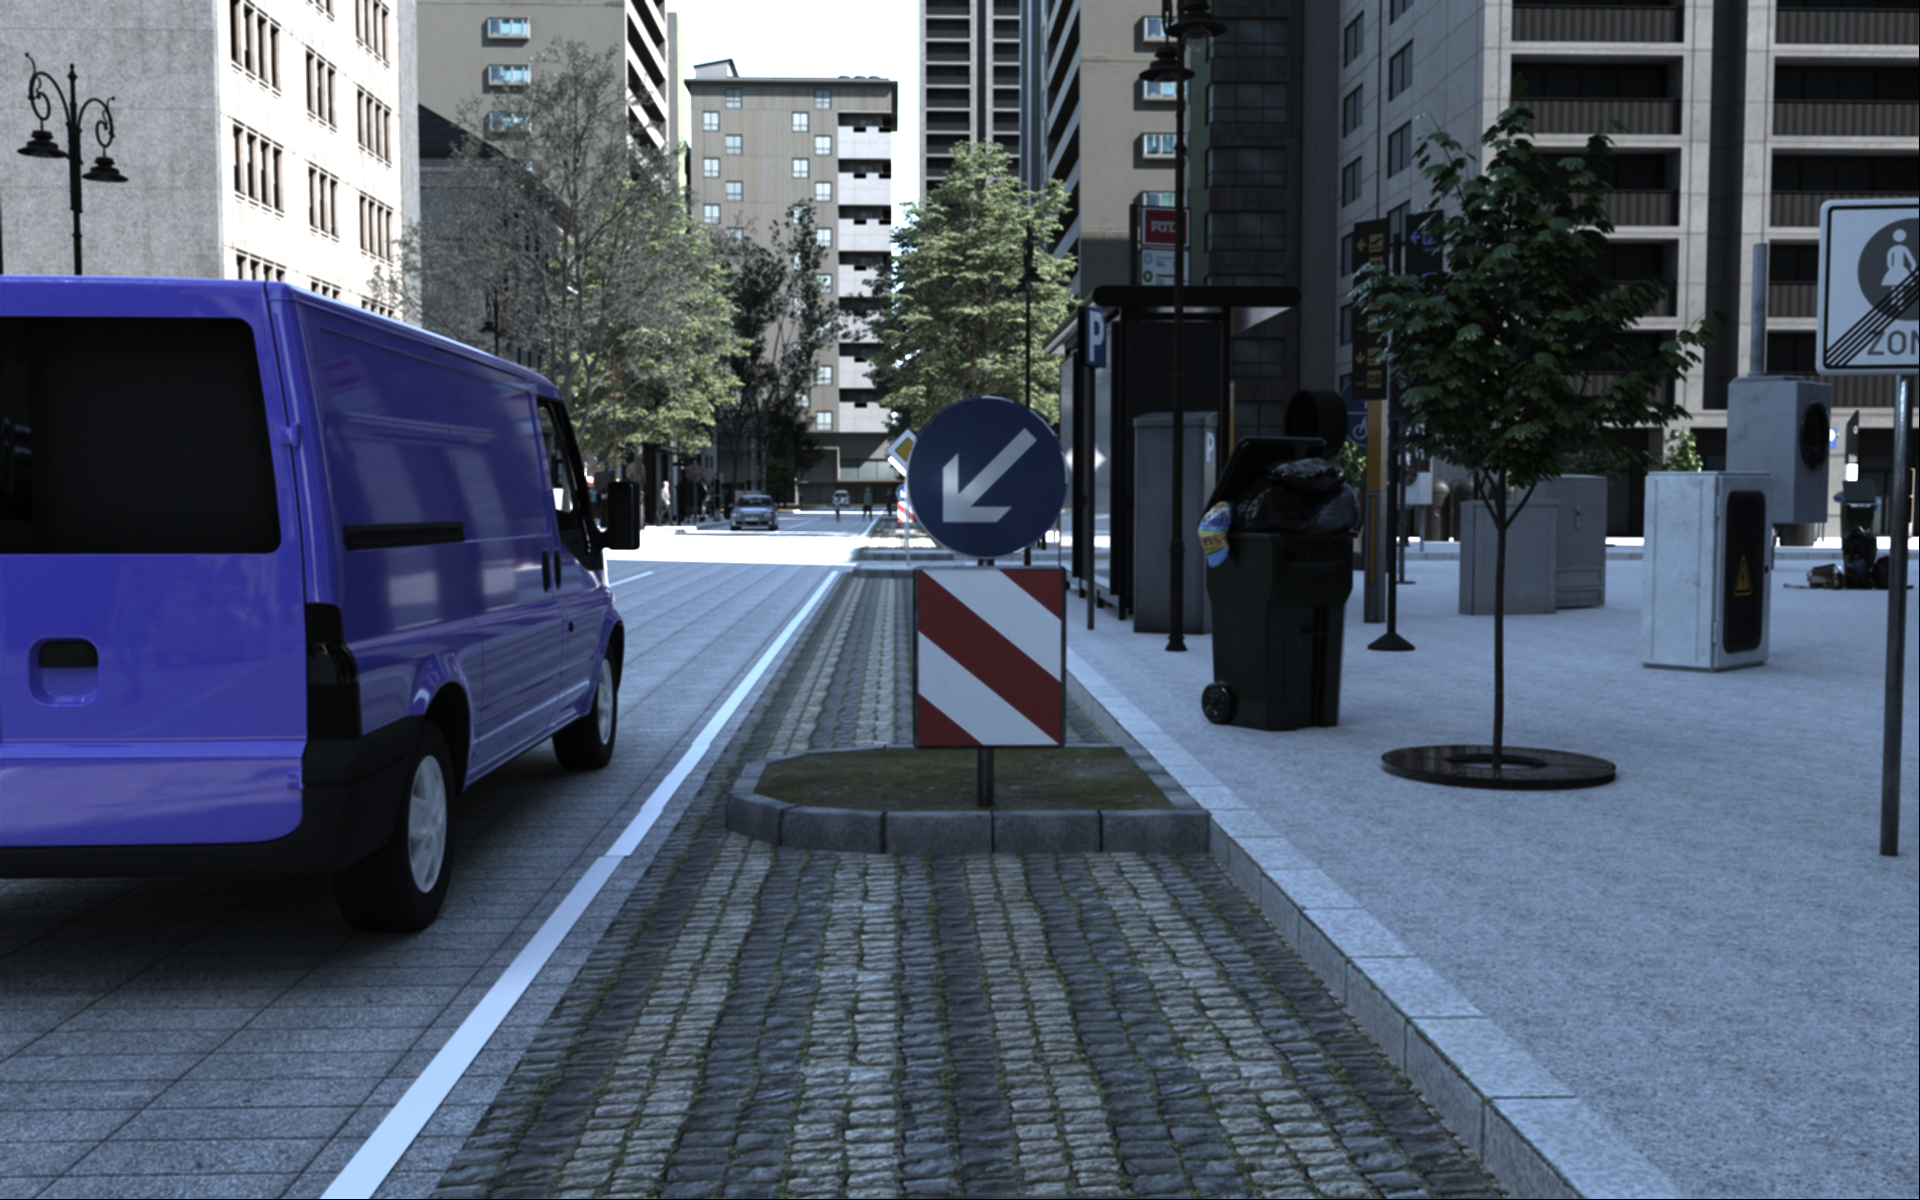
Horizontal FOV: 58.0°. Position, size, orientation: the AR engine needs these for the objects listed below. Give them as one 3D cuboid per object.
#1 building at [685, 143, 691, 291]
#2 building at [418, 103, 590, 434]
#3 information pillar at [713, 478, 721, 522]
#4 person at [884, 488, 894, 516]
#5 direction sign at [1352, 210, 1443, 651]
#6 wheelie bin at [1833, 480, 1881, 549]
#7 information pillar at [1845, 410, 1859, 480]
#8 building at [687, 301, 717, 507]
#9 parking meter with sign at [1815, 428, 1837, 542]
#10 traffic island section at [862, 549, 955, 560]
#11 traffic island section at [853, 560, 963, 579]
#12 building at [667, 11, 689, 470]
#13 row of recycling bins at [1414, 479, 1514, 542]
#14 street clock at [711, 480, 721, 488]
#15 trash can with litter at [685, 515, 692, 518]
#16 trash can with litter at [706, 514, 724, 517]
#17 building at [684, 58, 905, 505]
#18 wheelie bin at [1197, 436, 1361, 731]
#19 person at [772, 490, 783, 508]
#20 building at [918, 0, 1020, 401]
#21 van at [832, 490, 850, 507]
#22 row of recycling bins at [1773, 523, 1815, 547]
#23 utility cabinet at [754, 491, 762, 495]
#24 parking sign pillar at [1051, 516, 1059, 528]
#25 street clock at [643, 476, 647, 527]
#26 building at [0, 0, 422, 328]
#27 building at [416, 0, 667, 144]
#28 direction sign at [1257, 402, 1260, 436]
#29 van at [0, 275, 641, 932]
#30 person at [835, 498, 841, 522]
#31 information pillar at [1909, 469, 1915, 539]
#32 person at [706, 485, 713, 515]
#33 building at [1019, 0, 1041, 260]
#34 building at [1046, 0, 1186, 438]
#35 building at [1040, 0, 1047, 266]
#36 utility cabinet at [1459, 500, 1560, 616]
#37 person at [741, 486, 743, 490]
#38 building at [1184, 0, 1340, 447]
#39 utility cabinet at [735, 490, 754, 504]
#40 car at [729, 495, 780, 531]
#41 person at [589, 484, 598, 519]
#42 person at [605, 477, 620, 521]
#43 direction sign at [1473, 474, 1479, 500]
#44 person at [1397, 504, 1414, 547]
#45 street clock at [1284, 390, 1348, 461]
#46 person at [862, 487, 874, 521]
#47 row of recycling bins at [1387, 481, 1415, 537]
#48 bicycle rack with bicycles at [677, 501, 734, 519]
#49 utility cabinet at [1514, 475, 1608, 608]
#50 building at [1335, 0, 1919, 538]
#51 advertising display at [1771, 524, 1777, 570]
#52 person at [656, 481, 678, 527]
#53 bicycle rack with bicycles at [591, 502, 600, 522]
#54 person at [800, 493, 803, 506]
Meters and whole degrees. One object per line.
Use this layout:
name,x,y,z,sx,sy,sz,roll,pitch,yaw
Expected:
building,-44.444,-36.174,215.151,21.600,48.544,21.300,0,4,-2
building,-27.122,-14.412,86.542,10.553,20.767,40.483,0,4,-2
information pillar,-11.348,-4.669,80.830,0.304,2.012,0.304,-1,4,-19
person,-4.589,-6.266,111.117,0.661,1.801,0.590,3,4,38
direction sign,3.565,-1.359,14.215,0.379,3.537,0.876,-3,4,-38
wheelie bin,20.659,-1.960,39.950,0.980,1.594,0.693,1,4,15
information pillar,24.786,-3.474,48.162,0.504,3.616,0.183,-2,4,-33
building,-39.089,-19.605,165.586,28.899,21.520,27.650,0,4,-2
parking meter with sign,22.772,-3.080,46.619,0.543,3.016,1.738,0,4,-7
traffic island section,-1.170,-0.999,38.615,2.009,0.180,2.903,0,4,-2
traffic island section,-0.873,-0.511,30.635,2.009,0.180,2.903,0,4,-2
building,-30.277,-28.052,142.239,14.154,41.232,14.086,0,4,-2
row of recycling bins,14.138,-2.405,46.427,3.534,1.692,1.069,1,4,21
street clock,-11.797,-4.852,83.900,0.471,2.002,0.358,3,5,40
trash can with litter,-14.811,-5.072,94.307,0.624,1.170,1.055,-2,4,-24
trash can with litter,-13.565,-5.321,98.061,1.678,1.210,2.233,1,4,14
building,-19.321,-38.506,218.804,27.495,52.752,28.713,0,4,-2
wheelie bin,1.805,-0.106,9.634,0.980,1.594,0.693,-2,4,-33
person,-17.288,-9.684,164.309,1.348,1.831,0.705,2,4,35
building,5.162,-47.514,215.103,20.611,71.187,20.563,0,4,-2
van,-12.840,-11.025,187.276,2.013,2.044,4.112,0,4,-1
row of recycling bins,19.764,-2.231,43.586,1.069,1.692,3.534,-2,4,-35
utility cabinet,-13.053,-6.231,110.553,0.318,1.500,1.173,-2,4,-34
parking sign pillar,3.784,-4.692,65.179,1.447,3.967,1.447,0,4,-7
street clock,-12.429,-3.870,67.848,0.358,2.002,0.471,-1,4,-19
building,-26.124,-14.529,55.573,12.078,24.808,19.932,0,4,-2
building,-32.846,-30.562,123.393,21.300,48.544,21.600,0,4,-2
direction sign,7.398,-3.118,42.981,0.379,3.537,0.876,1,4,9
van,-2.719,-0.178,7.289,2.240,2.365,5.245,0,4,-2
person,-6.251,-4.624,88.784,0.352,1.250,0.332,1,4,19
information pillar,27.308,-2.782,49.978,0.304,2.012,0.304,1,4,13
person,-15.140,-6.064,105.095,0.836,1.842,0.656,1,4,18
building,16.167,-38.139,165.569,21.231,58.520,28.212,0,4,-2
building,16.571,-29.205,101.203,21.300,48.544,21.600,0,4,-2
building,20.845,-33.547,137.740,28.713,52.752,27.495,0,4,-2
utility cabinet,5.860,-0.449,18.511,1.020,1.237,0.306,-1,4,-15
person,-14.601,-6.730,116.096,1.348,1.821,0.705,2,4,28
building,16.688,-18.608,75.936,14.160,30.474,14.107,0,4,-2
utility cabinet,-13.291,-5.898,105.116,1.173,1.500,0.318,-2,4,-26
car,-8.175,-3.488,69.032,2.014,1.417,4.499,0,4,-4
person,-18.895,-5.060,88.793,0.620,1.820,0.660,1,4,17
person,-11.225,-3.082,56.403,0.622,1.834,0.822,-1,4,-16
direction sign,6.748,-1.873,22.622,0.379,3.537,0.876,1,4,20
person,10.852,-2.216,42.458,0.473,1.802,0.592,-2,4,-31
street clock,2.471,-0.460,12.085,0.358,2.002,0.471,-1,4,-21
person,-4.955,-5.099,92.048,0.709,1.800,0.728,3,5,44
row of recycling bins,13.757,-2.740,51.911,1.069,1.692,3.534,-3,5,-39
bicycle rack with bicycles,-13.165,-4.700,90.235,2.852,0.926,2.925,-1,4,-21
utility cabinet,6.730,-0.655,19.393,1.173,1.500,0.318,-2,4,-30
building,25.583,-37.939,58.549,20.611,71.187,20.563,0,4,-2
advertising display,13.615,-1.467,29.192,0.123,1.923,0.974,3,4,37
person,-11.348,-3.709,67.081,0.834,1.777,0.661,-1,4,-9
bicycle rack with bicycles,-17.711,-4.035,79.349,2.852,0.926,2.925,3,5,39
person,-17.405,-11.039,189.763,0.421,1.427,0.697,1,4,23
